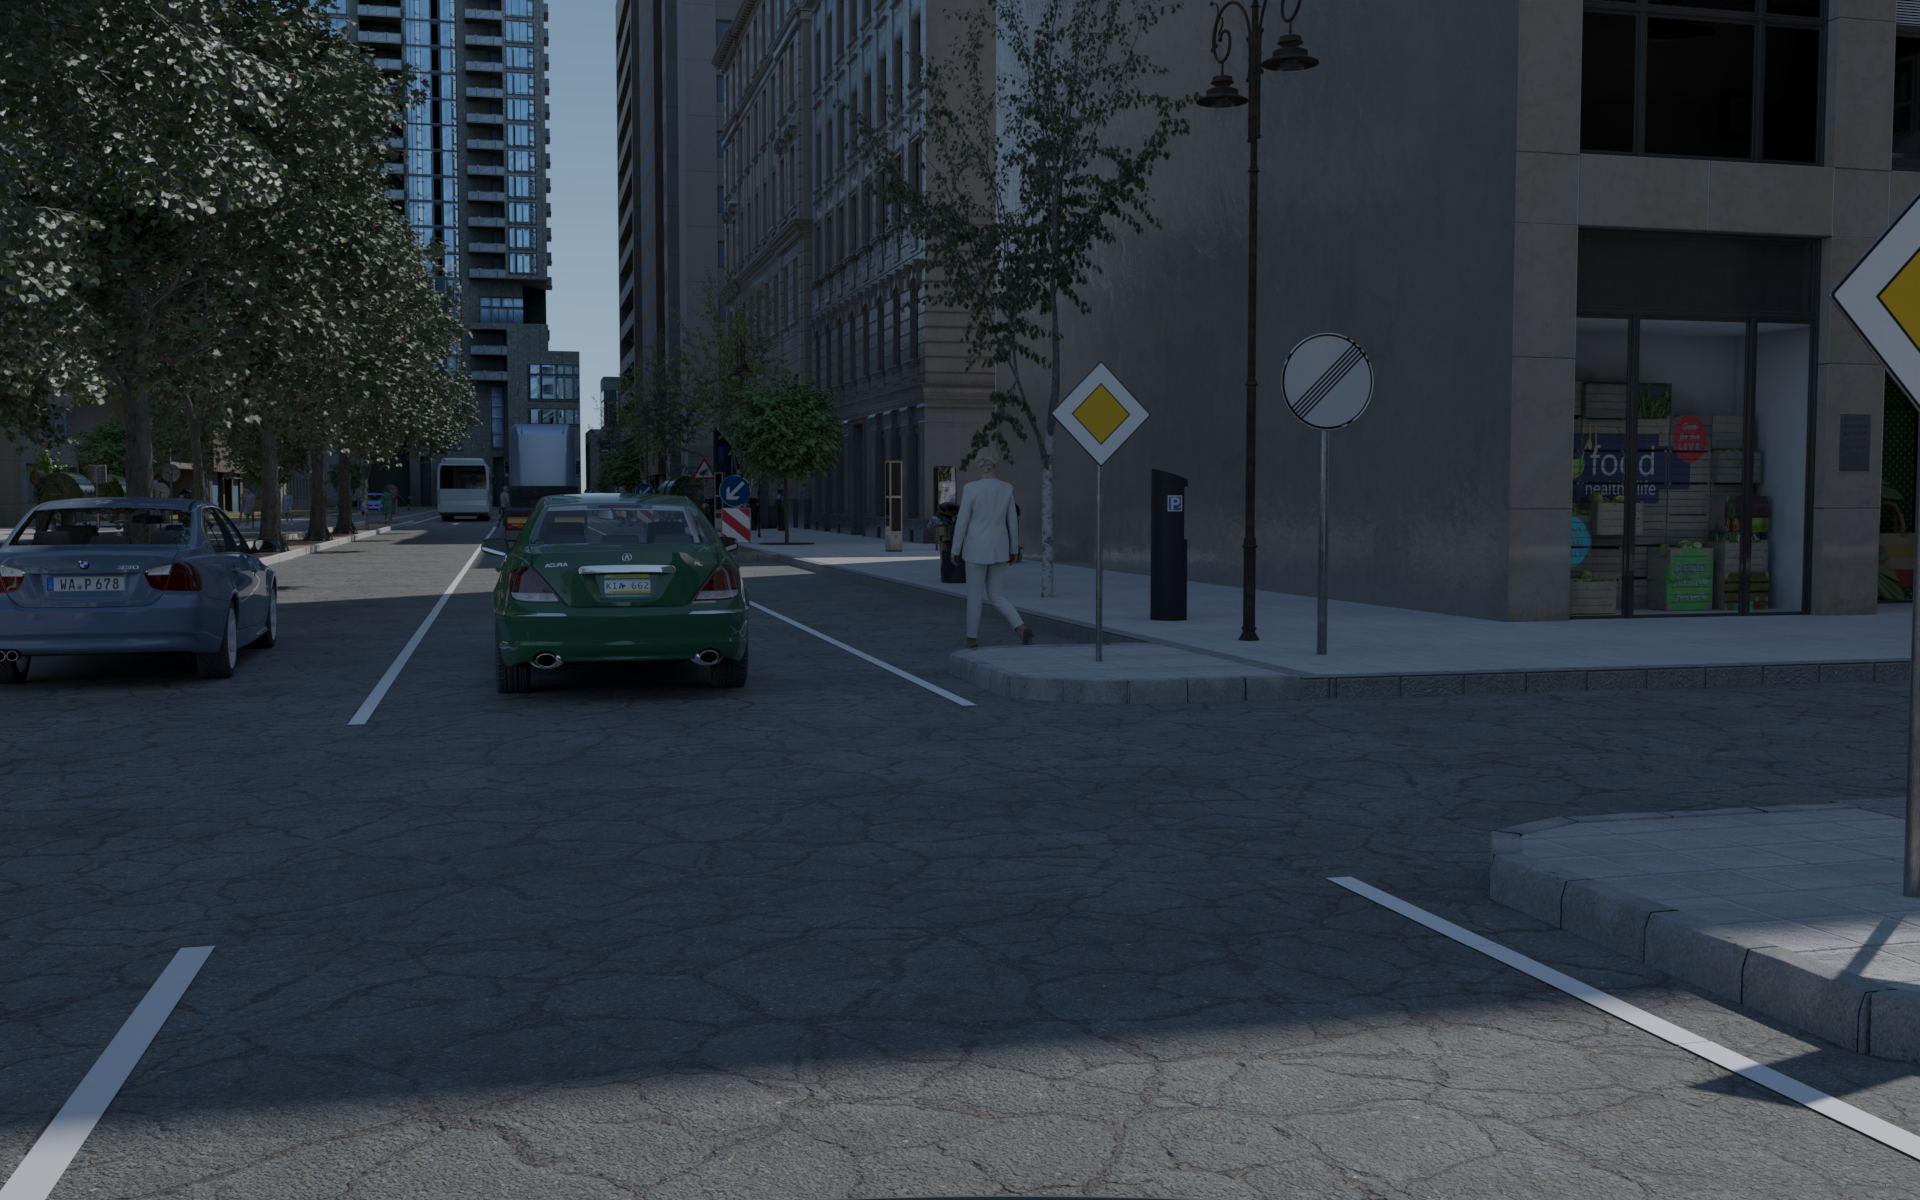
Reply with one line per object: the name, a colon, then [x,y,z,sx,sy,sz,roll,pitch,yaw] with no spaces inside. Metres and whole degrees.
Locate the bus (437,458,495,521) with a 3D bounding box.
bus: [-27.056,-6.124,94.984,2.948,3.499,13.247,-1,4,-14]

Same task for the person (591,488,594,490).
person: [-24.775,-6.606,116.516,0.705,1.824,1.348,0,4,-8]

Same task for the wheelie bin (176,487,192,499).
wheelie bin: [-34.733,-4.260,77.564,0.693,1.594,0.980,-2,4,-26]

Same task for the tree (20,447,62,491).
tree: [-32.725,-4.131,62.145,1.663,3.219,1.824,0,3,0]

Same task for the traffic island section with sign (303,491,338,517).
traffic island section with sign: [-39.804,-6.072,107.905,1.989,1.847,2.006,-1,4,-14]

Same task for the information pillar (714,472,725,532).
information pillar: [-8.146,-3.319,58.753,0.304,2.012,0.304,0,4,6]

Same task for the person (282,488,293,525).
person: [-30.929,-4.291,79.663,0.512,1.701,0.522,-1,4,-9]

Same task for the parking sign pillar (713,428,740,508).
parking sign pillar: [-9.561,-5.051,71.055,1.447,3.967,1.447,2,4,28]

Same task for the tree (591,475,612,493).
tree: [-29.788,-9.196,144.958,1.663,3.219,1.824,0,3,0]

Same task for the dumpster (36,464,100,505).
dumpster: [-29.216,-3.301,56.459,1.502,2.255,1.985,-1,4,-14]

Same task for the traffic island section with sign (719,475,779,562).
traffic island section with sign: [-5.017,-1.745,37.157,1.989,1.847,2.006,-1,4,-14]

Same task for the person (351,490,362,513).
person: [-45.368,-7.377,129.896,1.217,1.735,0.721,1,4,9]

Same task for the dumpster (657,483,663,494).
dumpster: [-11.948,-4.070,72.305,1.264,1.857,1.865,-1,4,-14]

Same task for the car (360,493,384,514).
car: [-41.581,-6.942,123.087,1.945,1.707,3.694,-1,4,-15]

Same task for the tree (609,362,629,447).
tree: [-16.481,-8.638,91.591,4.737,8.622,4.395,0,3,0]

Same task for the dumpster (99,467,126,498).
dumpster: [-30.567,-3.645,62.091,1.502,2.255,1.985,-1,4,-14]

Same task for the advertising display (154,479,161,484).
advertising display: [-34.189,-4.160,73.225,0.974,1.923,0.123,1,4,22]

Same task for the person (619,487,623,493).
person: [-15.849,-4.413,81.130,0.782,1.767,0.515,2,4,30]

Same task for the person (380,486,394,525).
person: [-26.678,-4.397,80.636,0.600,1.795,0.529,-2,4,-28]

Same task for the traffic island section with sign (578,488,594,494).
traffic island section with sign: [-24.132,-6.328,112.083,1.989,1.847,2.006,-1,4,-14]

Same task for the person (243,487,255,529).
person: [-29.405,-3.819,71.699,0.466,1.731,0.760,-1,4,-17]

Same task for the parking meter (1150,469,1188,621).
parking meter: [2.128,-0.564,17.630,0.372,1.533,0.369,0,3,0]

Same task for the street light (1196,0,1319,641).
street light: [2.536,-2.583,15.024,0.468,5.910,1.993,-1,4,-14]

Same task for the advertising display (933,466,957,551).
advertising display: [-0.339,-2.106,39.653,0.123,1.923,0.974,2,4,26]

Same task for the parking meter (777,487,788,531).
parking meter: [-6.169,-3.176,60.336,0.372,1.533,0.369,0,3,0]

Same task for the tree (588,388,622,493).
tree: [-23.783,-10.383,120.123,4.360,8.622,3.978,0,3,0]

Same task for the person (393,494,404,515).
person: [-39.200,-6.789,120.223,1.217,1.743,0.721,-1,4,-13]

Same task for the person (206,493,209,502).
person: [-30.888,-3.792,70.594,0.850,1.850,0.679,-1,4,-20]

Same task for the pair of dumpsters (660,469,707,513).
pair of dumpsters: [-10.996,-4.065,68.951,1.574,2.255,4.437,-1,4,-14]

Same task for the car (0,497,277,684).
car: [-6.849,-0.153,14.509,2.014,1.417,4.499,-1,4,-15]

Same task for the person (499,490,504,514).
person: [-32.525,-6.950,123.048,0.530,1.710,0.541,-1,4,-12]

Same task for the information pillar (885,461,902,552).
information pillar: [-1.470,-2.075,38.415,0.304,2.012,0.304,-2,4,-23]

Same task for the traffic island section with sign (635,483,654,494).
traffic island section with sign: [-11.674,-3.343,63.280,1.989,1.847,2.006,-1,4,-14]

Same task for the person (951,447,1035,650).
person: [0.279,-0.409,15.071,0.818,1.842,0.514,3,5,41]

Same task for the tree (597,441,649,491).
tree: [-21.086,-7.631,108.476,4.285,4.588,4.351,0,3,0]

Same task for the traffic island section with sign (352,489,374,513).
traffic island section with sign: [-46.473,-7.670,134.026,1.989,1.847,2.006,-1,4,-14]

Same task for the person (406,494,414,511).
person: [-47.729,-8.476,150.308,0.697,1.427,0.421,-2,4,-33]

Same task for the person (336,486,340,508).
person: [-27.516,-4.203,77.198,0.573,1.828,0.580,1,4,14]

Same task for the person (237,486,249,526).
person: [-31.878,-4.177,77.134,0.599,1.781,0.374,0,4,-2]

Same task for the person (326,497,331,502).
person: [-40.618,-6.209,110.022,1.348,1.824,0.705,-3,5,-42]

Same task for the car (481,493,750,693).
car: [-2.799,-0.137,14.043,2.131,1.459,4.920,-1,4,-13]

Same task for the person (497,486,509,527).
person: [-19.711,-4.043,75.087,0.782,1.767,0.515,3,5,42]

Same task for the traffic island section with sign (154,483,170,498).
traffic island section with sign: [-27.405,-3.096,59.254,1.989,1.847,2.006,-1,4,-14]

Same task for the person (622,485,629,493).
person: [-14.687,-4.110,75.802,0.767,1.812,0.694,1,4,21]

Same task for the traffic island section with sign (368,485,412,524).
traffic island section with sign: [-27.400,-4.593,83.233,2.006,1.907,1.989,-1,4,-14]

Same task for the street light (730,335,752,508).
street light: [-6.383,-4.760,50.607,0.468,5.910,1.993,-1,4,-14]

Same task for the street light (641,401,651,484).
street light: [-15.552,-6.932,86.127,0.468,5.910,1.993,-1,4,-14]
